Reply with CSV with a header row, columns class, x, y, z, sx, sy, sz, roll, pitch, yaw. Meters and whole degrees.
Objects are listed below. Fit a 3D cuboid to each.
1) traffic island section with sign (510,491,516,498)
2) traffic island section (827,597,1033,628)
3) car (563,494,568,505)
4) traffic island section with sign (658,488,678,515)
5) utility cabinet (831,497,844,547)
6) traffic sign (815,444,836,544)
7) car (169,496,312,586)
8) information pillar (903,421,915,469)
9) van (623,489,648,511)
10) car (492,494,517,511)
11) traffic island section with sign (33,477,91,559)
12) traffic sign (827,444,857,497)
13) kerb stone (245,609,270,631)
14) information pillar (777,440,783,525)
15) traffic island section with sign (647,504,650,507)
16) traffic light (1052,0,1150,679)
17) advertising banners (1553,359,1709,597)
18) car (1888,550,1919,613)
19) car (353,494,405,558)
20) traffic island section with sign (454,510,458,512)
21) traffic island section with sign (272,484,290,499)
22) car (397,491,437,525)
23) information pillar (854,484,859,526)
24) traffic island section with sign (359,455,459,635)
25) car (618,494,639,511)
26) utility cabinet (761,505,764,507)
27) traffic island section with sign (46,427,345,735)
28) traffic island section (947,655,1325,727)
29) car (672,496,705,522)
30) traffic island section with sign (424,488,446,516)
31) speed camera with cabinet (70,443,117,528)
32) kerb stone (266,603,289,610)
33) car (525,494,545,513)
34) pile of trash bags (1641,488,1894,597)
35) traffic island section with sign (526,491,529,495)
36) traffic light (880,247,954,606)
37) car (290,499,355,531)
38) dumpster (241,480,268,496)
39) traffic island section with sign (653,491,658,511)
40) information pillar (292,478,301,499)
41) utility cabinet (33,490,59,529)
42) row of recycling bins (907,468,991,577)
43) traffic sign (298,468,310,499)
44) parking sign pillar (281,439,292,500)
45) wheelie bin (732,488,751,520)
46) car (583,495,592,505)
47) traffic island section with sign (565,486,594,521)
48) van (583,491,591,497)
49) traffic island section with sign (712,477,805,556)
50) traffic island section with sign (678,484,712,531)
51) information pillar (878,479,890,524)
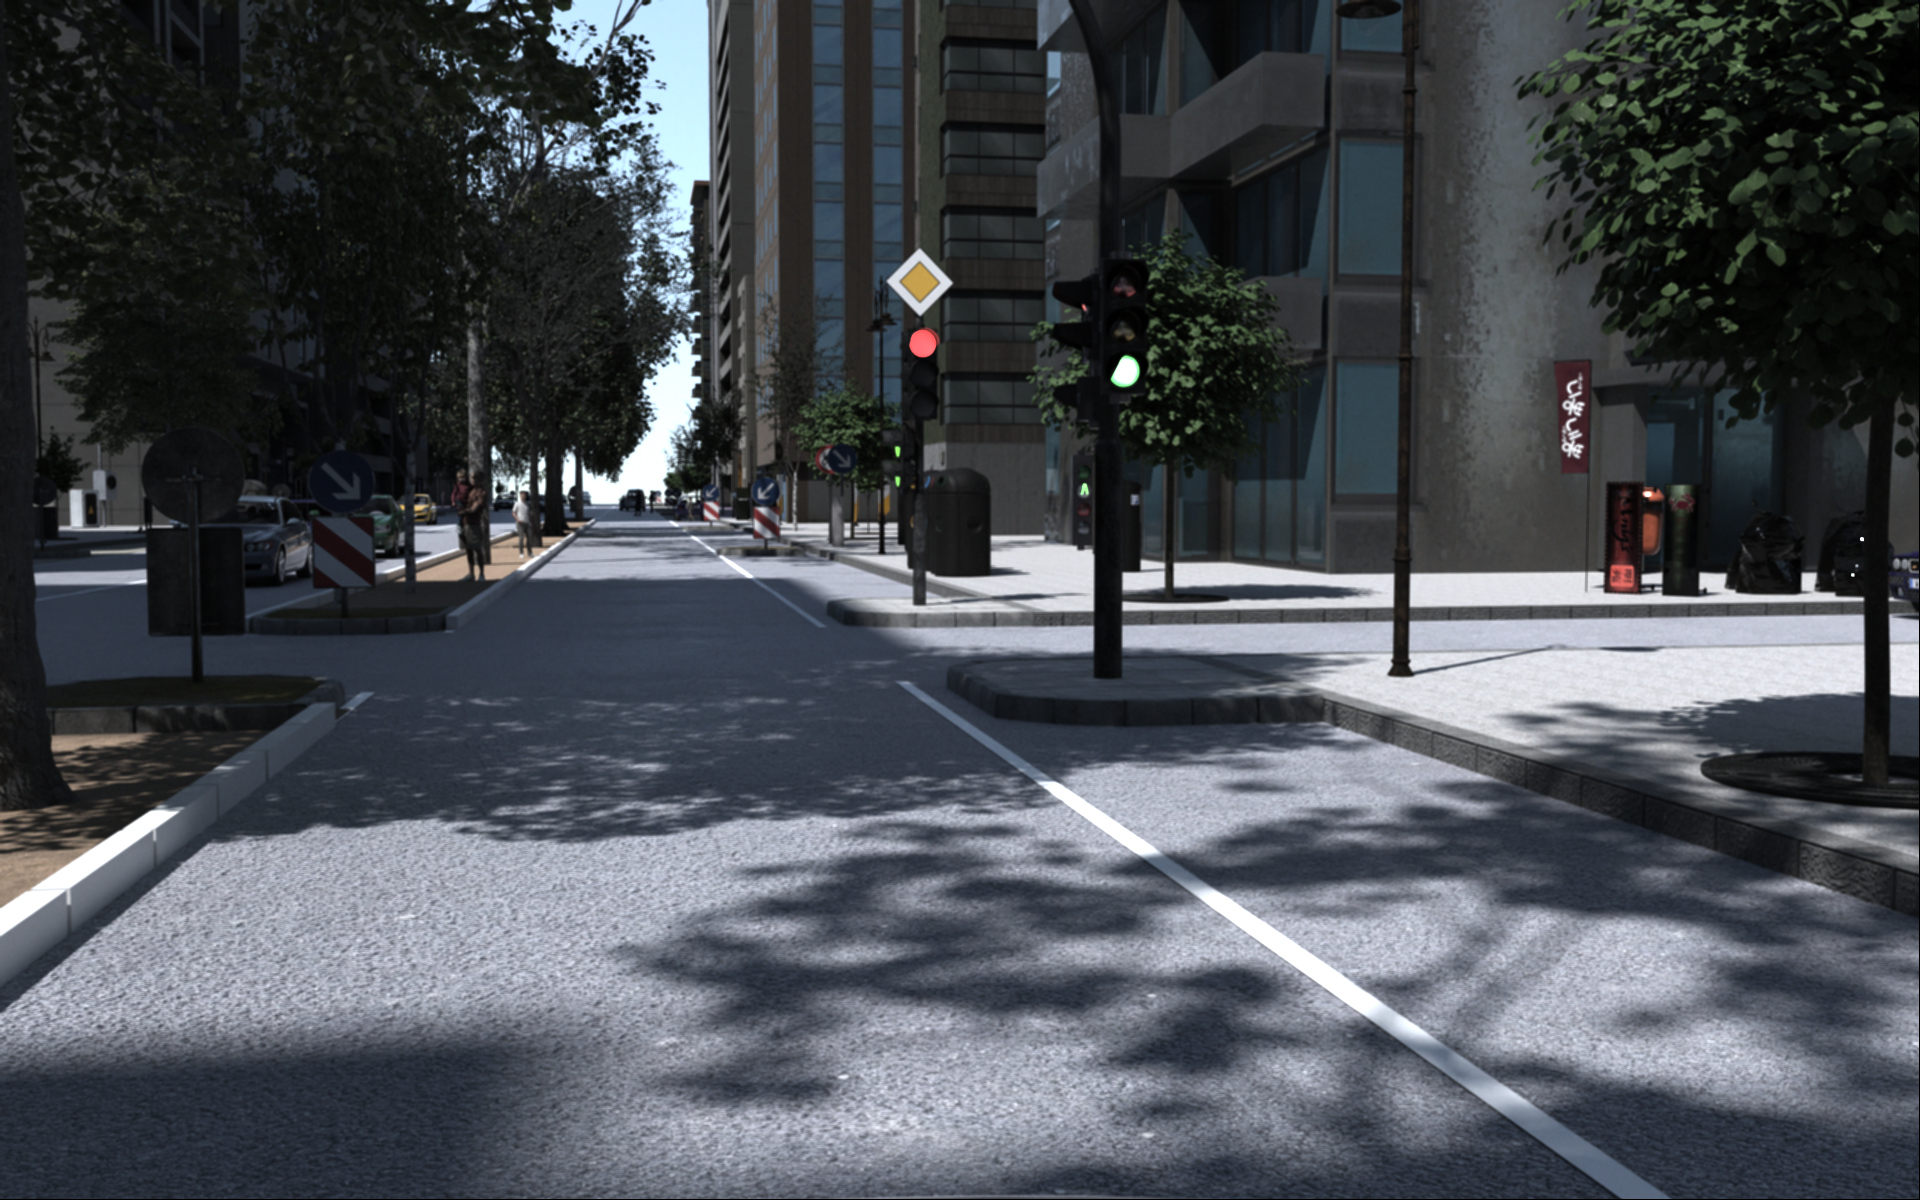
class,x,y,z,sx,sy,sz,roll,pitch,yaw
traffic island section with sign,-50.535,-11.451,195.856,1.989,1.847,2.006,-1,4,-11
traffic island section,-0.445,0.140,19.986,2.009,0.180,2.903,-1,4,-11
car,-54.553,-13.875,236.638,2.009,1.686,4.222,-1,4,-12
traffic island section with sign,-19.372,-6.684,117.908,1.989,1.847,2.006,-1,4,-11
utility cabinet,-3.010,-1.925,42.636,0.306,1.237,1.020,0,4,-3
traffic sign,-3.318,-2.705,44.331,0.768,2.556,0.104,0,4,-2
car,-11.733,-0.999,28.331,2.014,1.417,4.499,-1,4,-11
information pillar,-1.598,-3.894,55.018,0.504,3.616,0.183,0,4,5
van,-27.437,-8.527,146.433,2.013,2.044,4.112,-1,4,-11
car,-38.057,-8.265,144.918,2.009,1.686,4.222,-1,4,-12
traffic island section with sign,-20.720,-1.847,38.832,1.989,1.847,2.006,-1,4,-11
traffic sign,-2.982,-2.678,43.883,0.768,2.556,0.104,0,4,-2
kerb stone,-7.515,0.233,18.416,0.120,0.150,1.000,-1,4,-11
information pillar,-7.538,-4.950,72.287,0.183,3.616,0.504,1,4,22
traffic island section with sign,-34.675,-11.613,198.507,1.989,1.847,2.006,-1,4,-11
traffic light,-1.035,-2.252,11.491,4.771,5.953,1.251,-1,4,-11
advertising banners,8.542,-1.589,22.172,0.090,3.025,2.074,-3,5,-43
car,12.680,-0.431,19.626,3.894,1.354,1.945,-1,4,-10
car,-13.781,-1.721,39.942,2.131,1.459,4.920,-1,4,-12
traffic island section with sign,-40.203,-8.122,141.429,1.989,1.847,2.006,-1,4,-11
traffic island section with sign,-25.865,-3.505,65.931,1.989,1.847,2.006,-1,4,-11
car,-25.217,-4.274,80.108,2.015,1.641,3.980,-1,4,-12
information pillar,-4.146,-4.766,69.282,0.183,3.616,0.504,1,4,13
traffic island section with sign,-6.482,-0.634,18.500,2.006,1.907,1.989,-1,4,-11
car,-28.908,-8.539,151.621,2.014,1.417,4.499,-1,4,-10
utility cabinet,-10.420,-5.081,94.242,0.306,1.237,1.020,3,5,44
traffic island section with sign,-5.110,-0.189,11.221,2.006,1.907,1.989,-1,4,-11
traffic island section,1.045,0.620,12.141,2.009,0.180,2.903,-1,4,-11
car,-14.243,-4.842,91.740,1.945,1.354,3.894,-1,4,-12
traffic island section with sign,-35.120,-6.483,114.620,1.989,1.847,2.006,-1,4,-11
speed camera with cabinet,-33.144,-4.399,66.253,0.660,3.252,2.038,1,4,10
kerb stone,-7.714,0.170,19.418,0.120,0.150,1.000,-1,4,-11
car,-29.879,-6.864,122.010,2.009,1.686,4.222,-1,4,-13
pile of trash bags,10.516,-0.805,22.921,3.447,1.369,1.912,2,4,33
traffic island section with sign,-55.662,-13.101,222.833,1.989,1.847,2.006,-1,4,-11
traffic light,-0.486,-1.893,19.865,0.839,4.253,0.868,-1,4,-11
car,-13.236,-1.370,34.985,1.945,1.354,3.894,-1,4,-9
dumpster,-28.863,-3.941,70.198,1.264,1.857,1.865,-1,4,-11
traffic island section with sign,-24.446,-8.316,144.586,1.989,1.847,2.006,-1,4,-11
information pillar,-30.604,-4.613,79.916,0.304,2.012,0.304,2,4,31
utility cabinet,-33.566,-3.334,63.194,1.173,1.500,0.318,0,4,2
row of recycling bins,-0.170,-1.302,28.406,1.069,1.692,3.534,-1,4,-10
traffic sign,-31.492,-5.102,83.521,0.768,2.556,0.104,-1,4,-10
parking sign pillar,-32.957,-5.896,84.875,1.447,3.967,1.447,-1,4,-18
wheelie bin,-10.773,-4.740,85.402,0.980,1.594,0.693,-1,4,-17
car,-49.518,-13.184,227.927,2.083,1.381,4.827,-1,4,-10
traffic island section with sign,-20.509,-5.149,92.323,2.006,1.907,1.989,-1,4,-11
van,-52.326,-14.313,241.025,2.013,2.044,4.112,-1,4,-9
traffic island section with sign,-4.736,-1.970,40.830,1.989,1.847,2.006,-1,4,-11
traffic island section with sign,-9.945,-3.644,68.207,1.989,1.847,2.006,-1,4,-11
information pillar,-3.216,-5.011,73.278,0.504,3.616,0.183,-2,4,-28
